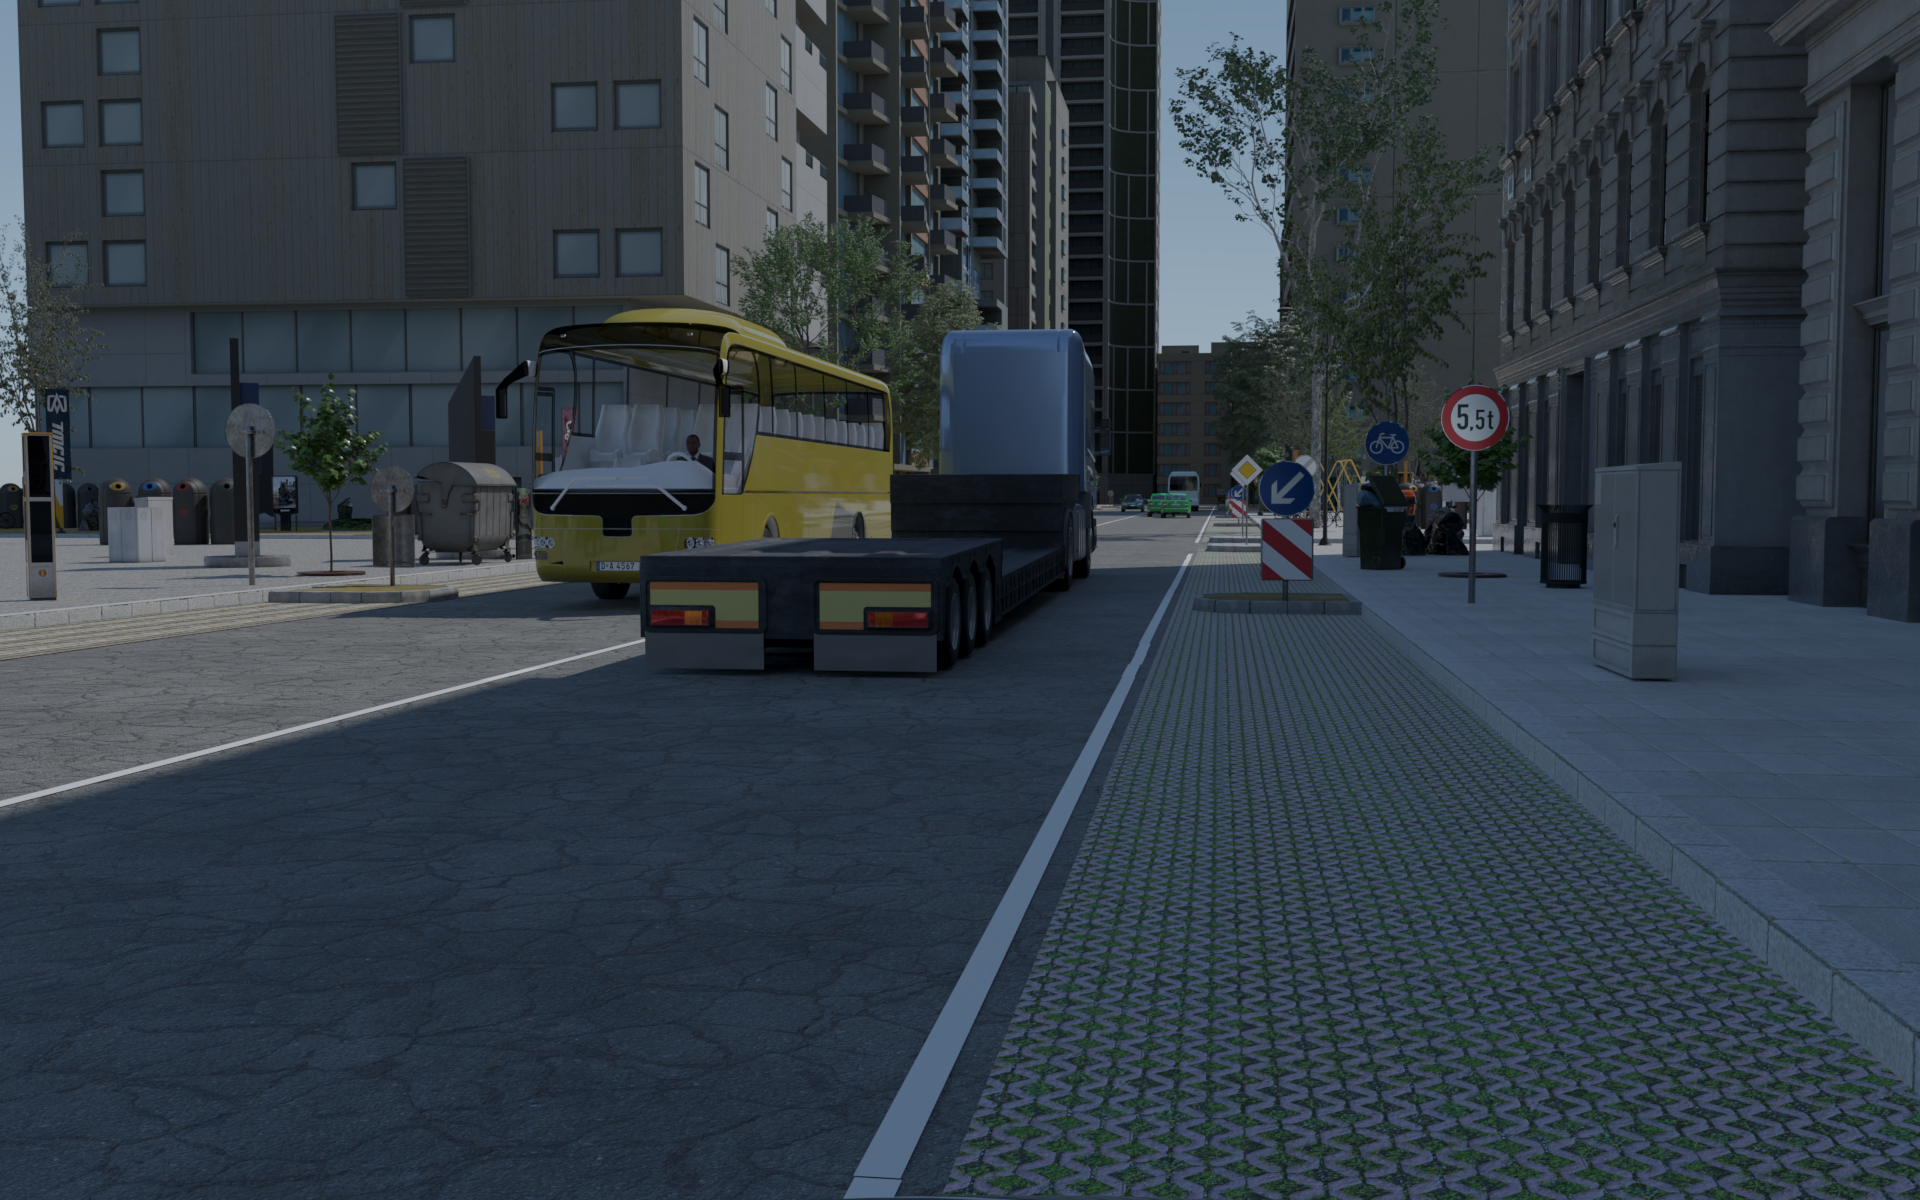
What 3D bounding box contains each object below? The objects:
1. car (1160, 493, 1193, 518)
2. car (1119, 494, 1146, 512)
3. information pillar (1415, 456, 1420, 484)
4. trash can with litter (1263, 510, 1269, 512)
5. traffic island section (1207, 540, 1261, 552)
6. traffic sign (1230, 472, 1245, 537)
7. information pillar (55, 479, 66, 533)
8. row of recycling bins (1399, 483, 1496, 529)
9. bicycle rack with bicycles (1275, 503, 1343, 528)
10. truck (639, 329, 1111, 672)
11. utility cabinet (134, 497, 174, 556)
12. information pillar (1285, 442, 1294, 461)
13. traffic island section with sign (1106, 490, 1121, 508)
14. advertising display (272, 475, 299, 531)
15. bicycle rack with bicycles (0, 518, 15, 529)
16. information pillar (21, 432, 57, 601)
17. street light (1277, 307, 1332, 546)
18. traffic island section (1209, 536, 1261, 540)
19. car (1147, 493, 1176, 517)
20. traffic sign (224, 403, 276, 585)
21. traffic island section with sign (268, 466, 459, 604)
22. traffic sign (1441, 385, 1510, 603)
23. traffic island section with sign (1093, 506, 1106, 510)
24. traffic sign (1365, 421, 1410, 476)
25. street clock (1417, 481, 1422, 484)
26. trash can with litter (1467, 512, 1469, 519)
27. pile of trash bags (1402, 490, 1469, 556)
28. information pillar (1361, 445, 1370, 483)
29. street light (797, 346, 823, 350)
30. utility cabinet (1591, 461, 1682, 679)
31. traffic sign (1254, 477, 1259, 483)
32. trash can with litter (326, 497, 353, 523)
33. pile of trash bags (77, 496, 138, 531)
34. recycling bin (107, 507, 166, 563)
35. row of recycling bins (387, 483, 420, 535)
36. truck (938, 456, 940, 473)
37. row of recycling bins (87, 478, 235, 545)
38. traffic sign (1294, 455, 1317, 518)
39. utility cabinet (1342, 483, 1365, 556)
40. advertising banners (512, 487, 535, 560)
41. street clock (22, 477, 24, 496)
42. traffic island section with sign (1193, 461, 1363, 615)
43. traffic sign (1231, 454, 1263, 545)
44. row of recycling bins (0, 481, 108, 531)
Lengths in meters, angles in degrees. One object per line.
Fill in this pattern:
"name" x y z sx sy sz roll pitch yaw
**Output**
"car" 13.034 -5.849 104.421 1.959 1.807 4.718 0 4 8
"car" 13.947 -7.819 139.642 2.131 1.459 4.920 0 4 7
"information pillar" 26.503 -6.666 100.343 0.183 3.616 0.504 -1 4 -10
"trash can with litter" 22.464 -6.987 125.626 1.055 1.170 0.624 1 4 13
"traffic island section" 7.257 -1.313 43.754 2.009 0.180 2.903 1 4 9
"traffic sign" 8.423 -2.932 51.577 0.795 2.450 0.064 1 4 9
"information pillar" -29.530 -3.999 56.740 0.183 3.616 0.504 -3 5 -44
"row of recycling bins" 17.669 -3.438 63.326 3.534 1.692 1.069 0 4 4
"bicycle rack with bicycles" 13.528 -3.268 66.810 2.925 0.926 2.852 -1 4 -11
"truck" 0.006 -2.014 22.692 2.967 4.110 18.799 1 4 8
"utility cabinet" -16.660 -1.507 35.803 0.306 1.237 1.020 0 4 3
"information pillar" 14.846 -5.311 78.196 0.183 3.616 0.504 -2 4 -30
"traffic island section with sign" 15.759 -10.526 180.721 1.989 1.847 2.006 1 4 9
"advertising display" -23.430 -3.360 60.143 0.974 1.923 0.123 1 4 15
"bicycle rack with bicycles" -35.981 -2.991 62.285 2.925 0.926 2.852 0 4 -7
"information pillar" -11.089 -1.001 20.862 0.304 2.012 0.304 -2 4 -33
"street light" 8.580 -4.320 43.170 1.470 5.913 1.316 1 4 9
"traffic island section" 8.447 -1.796 51.650 2.009 0.180 2.903 1 4 9
"car" 12.797 -6.174 109.738 1.959 1.807 4.718 0 4 8
"traffic sign" -9.974 -1.481 24.326 0.768 2.556 0.104 1 4 9
"traffic island section with sign" -7.944 -0.908 23.471 1.989 1.847 2.006 1 4 9
"traffic sign" 6.012 -1.234 20.274 0.768 2.556 0.104 1 4 13
"traffic island section with sign" 11.742 -8.895 154.065 1.989 1.847 2.006 1 4 9
"traffic sign" 7.490 -1.854 30.424 0.768 2.556 0.104 1 4 18
"street clock" 25.826 -5.677 97.394 0.358 2.002 0.471 0 4 4
"trash can with litter" 27.598 -4.841 90.202 2.233 1.210 1.678 1 4 14
"pile of trash bags" 9.854 -1.701 37.572 1.912 1.369 3.447 0 4 6
"information pillar" 19.224 -5.557 82.210 0.504 3.616 0.183 -2 4 -28
"street light" -4.981 -5.006 54.386 1.470 5.913 1.316 1 4 9
"utility cabinet" 4.800 -0.225 12.364 0.318 1.500 1.173 0 4 7
"traffic sign" 19.487 -6.882 112.628 0.768 2.556 0.104 1 4 18
"trash can with litter" -22.907 -3.205 63.796 1.055 1.170 0.624 -1 4 -23
"pile of trash bags" -29.193 -3.106 60.531 3.447 1.369 1.912 2 4 33
"recycling bin" -15.520 -1.229 32.653 0.722 1.027 0.722 1 4 20
"row of recycling bins" -16.494 -2.924 54.912 3.534 1.692 1.069 0 4 8
"truck" 1.212 -4.501 62.509 2.839 4.237 11.283 0 4 7
"row of recycling bins" -20.059 -2.259 44.050 3.534 1.692 1.069 0 4 -5
"traffic sign" 11.238 -3.448 56.473 0.768 2.556 0.104 1 4 13
"utility cabinet" 8.119 -1.649 35.648 0.318 1.500 1.173 1 4 22
"advertising banners" -8.244 -2.345 34.535 0.090 3.025 2.074 2 4 25
"street clock" -39.109 -4.155 72.510 0.358 2.002 0.471 -2 4 -30
"traffic island section with sign" 3.905 -0.784 21.441 1.989 1.847 2.006 1 4 9
"traffic sign" 7.233 -2.449 43.681 0.795 2.450 0.064 1 4 9
"row of recycling bins" -34.184 -3.545 65.066 3.534 1.692 1.069 -1 4 -11
